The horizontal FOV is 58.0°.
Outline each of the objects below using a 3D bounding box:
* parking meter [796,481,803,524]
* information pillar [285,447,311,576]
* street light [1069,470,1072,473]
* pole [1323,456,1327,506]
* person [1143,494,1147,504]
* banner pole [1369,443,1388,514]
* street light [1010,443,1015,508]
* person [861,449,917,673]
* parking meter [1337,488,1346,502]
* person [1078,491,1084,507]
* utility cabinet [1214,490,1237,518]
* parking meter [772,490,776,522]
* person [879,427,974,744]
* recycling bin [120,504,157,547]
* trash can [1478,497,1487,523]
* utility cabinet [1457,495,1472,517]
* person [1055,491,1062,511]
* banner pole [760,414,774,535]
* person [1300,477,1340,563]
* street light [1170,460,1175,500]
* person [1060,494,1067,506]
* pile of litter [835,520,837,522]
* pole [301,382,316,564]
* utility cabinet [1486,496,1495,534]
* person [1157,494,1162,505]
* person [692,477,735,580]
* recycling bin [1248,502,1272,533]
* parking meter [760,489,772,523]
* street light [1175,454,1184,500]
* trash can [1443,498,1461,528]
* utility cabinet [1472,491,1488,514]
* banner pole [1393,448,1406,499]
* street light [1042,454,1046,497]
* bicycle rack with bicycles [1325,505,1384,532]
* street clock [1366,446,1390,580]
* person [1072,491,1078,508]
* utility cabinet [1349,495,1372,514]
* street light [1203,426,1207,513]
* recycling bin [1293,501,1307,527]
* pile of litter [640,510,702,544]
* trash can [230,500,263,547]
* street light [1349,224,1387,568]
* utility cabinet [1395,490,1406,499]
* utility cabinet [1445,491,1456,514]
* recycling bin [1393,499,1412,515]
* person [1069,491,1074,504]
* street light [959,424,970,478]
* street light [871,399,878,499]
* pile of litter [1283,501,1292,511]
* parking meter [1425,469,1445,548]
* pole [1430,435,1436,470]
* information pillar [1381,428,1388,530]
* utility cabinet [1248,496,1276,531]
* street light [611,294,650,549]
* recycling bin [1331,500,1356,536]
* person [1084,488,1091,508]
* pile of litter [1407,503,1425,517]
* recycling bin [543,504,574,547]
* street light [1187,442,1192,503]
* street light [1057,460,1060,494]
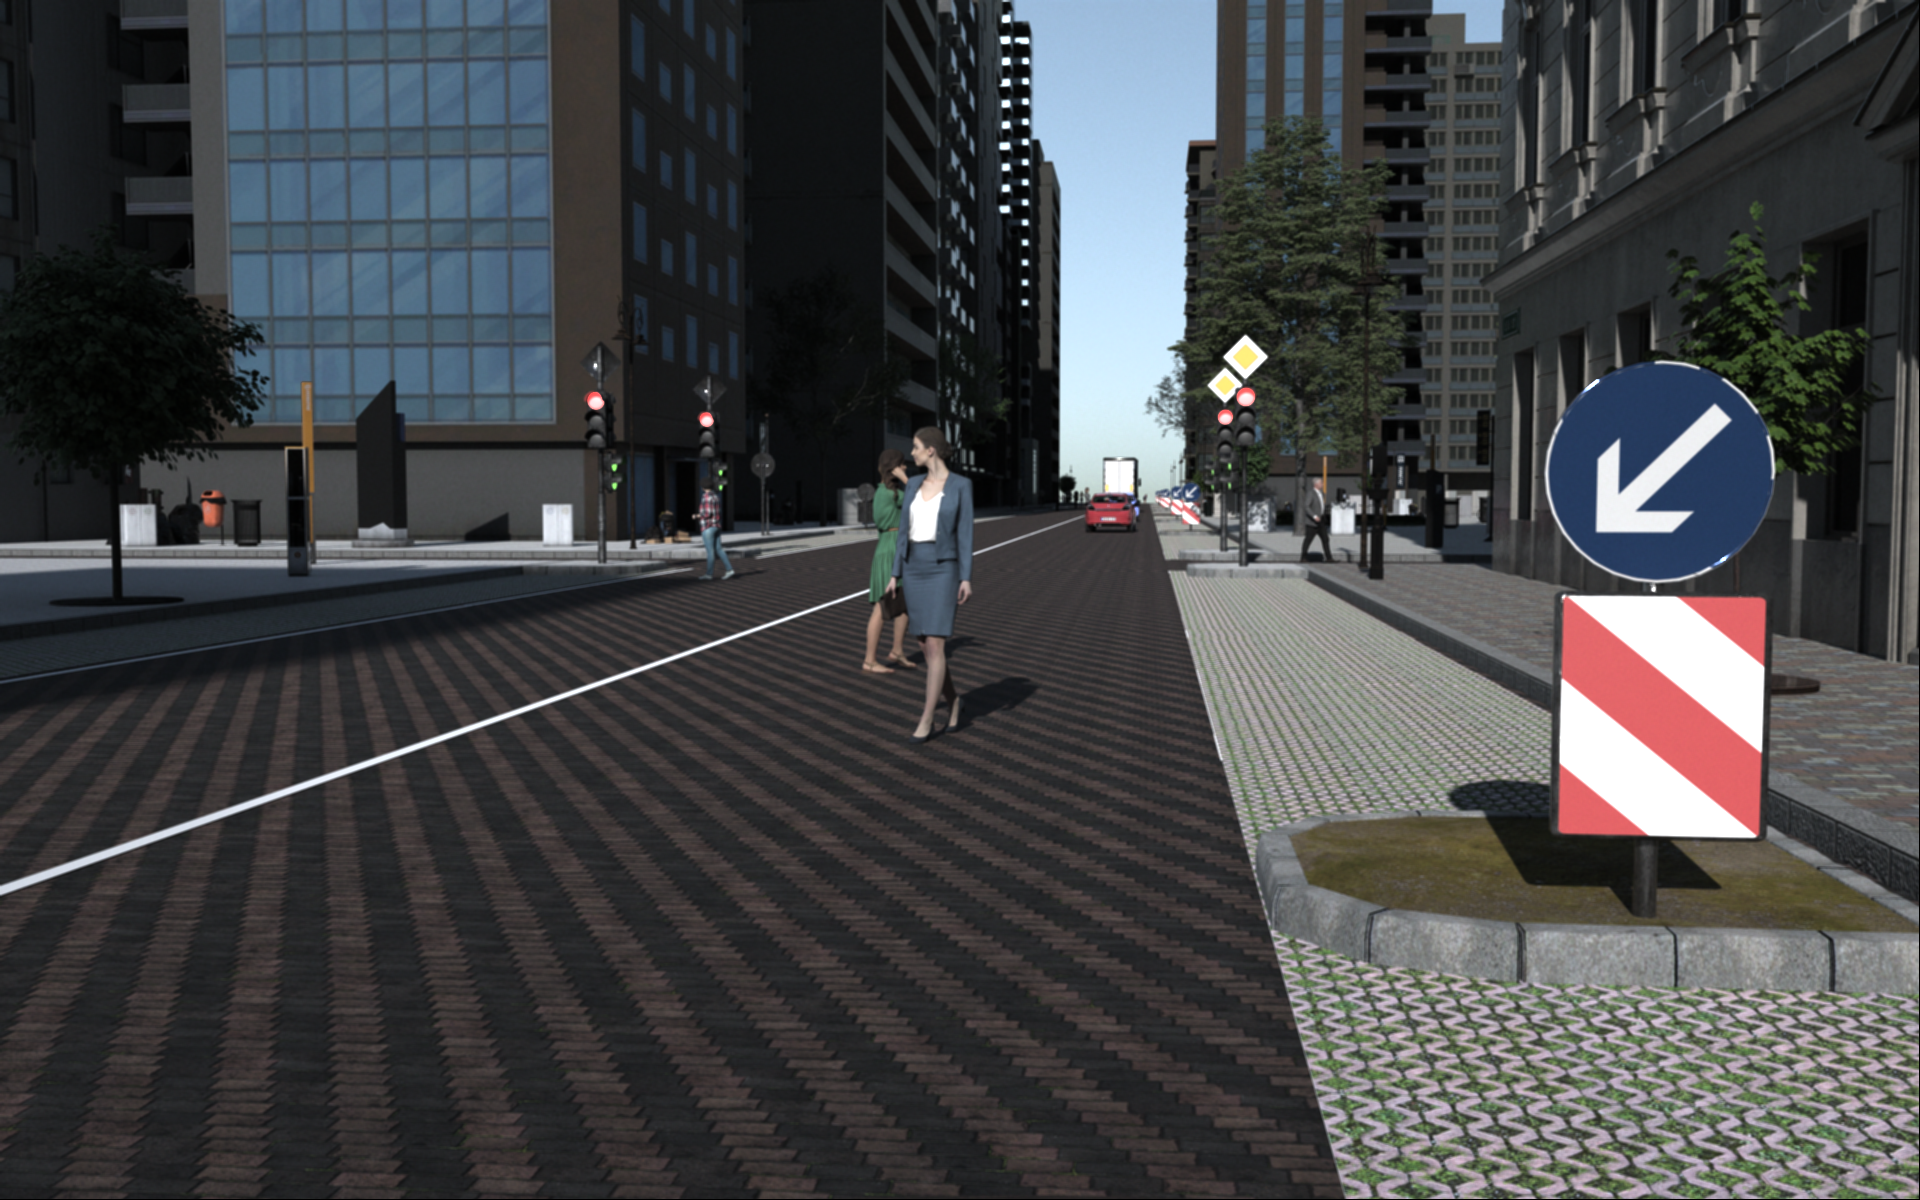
[{"bbox_3d":[-6.963,-4.245,75.116,0.255,1.863,0.399,0,4,0],"label":"parking meter"},{"bbox_3d":[-10.336,-1.380,27.050,0.304,2.012,0.304,-1,4,-11],"label":"information pillar"},{"bbox_3d":[17.494,-18.369,273.119,0.468,5.910,1.993,0,4,6],"label":"street light"},{"bbox_3d":[19.777,-6.118,93.874,0.158,3.312,0.155,0,3,0],"label":"pole"},{"bbox_3d":[25.630,-13.928,239.458,0.421,1.427,0.697,-1,4,-22],"label":"person"},{"bbox_3d":[18.142,-5.206,75.135,0.863,3.779,0.401,-1,4,-9],"label":"banner pole"},{"bbox_3d":[4.623,-11.086,154.038,0.468,5.910,1.993,0,4,6],"label":"street light"},{"bbox_3d":[-0.565,-0.319,13.957,0.529,1.795,0.600,-2,4,-26],"label":"person"},{"bbox_3d":[16.431,-4.052,74.656,0.372,1.533,0.369,0,3,0],"label":"parking meter"},{"bbox_3d":[13.286,-11.026,189.501,1.217,1.735,0.721,-1,4,-13],"label":"person"},{"bbox_3d":[14.191,-5.129,92.532,1.173,1.500,0.318,2,4,24],"label":"utility cabinet"},{"bbox_3d":[-8.390,-4.215,77.327,0.372,1.533,0.369,0,3,0],"label":"parking meter"},{"bbox_3d":[-0.119,-0.100,10.151,0.581,1.822,0.654,3,5,44],"label":"person"},{"bbox_3d":[-20.073,-1.821,42.319,0.722,1.027,0.722,-2,4,-34],"label":"recycling bin"},{"bbox_3d":[23.235,-3.961,76.409,0.748,1.137,0.748,0,3,0],"label":"trash can"},{"bbox_3d":[27.869,-5.172,95.726,1.020,1.237,0.306,-3,5,-39],"label":"utility cabinet"},{"bbox_3d":[8.389,-8.465,147.586,0.721,1.739,1.217,-2,4,-25],"label":"person"},{"bbox_3d":[-6.052,-3.894,53.689,0.401,3.779,0.863,1,4,15],"label":"banner pole"},{"bbox_3d":[7.343,-1.619,35.362,0.834,1.777,0.661,3,4,36],"label":"person"},{"bbox_3d":[28.997,-15.997,234.331,0.468,5.910,1.993,0,4,6],"label":"street light"},{"bbox_3d":[11.986,-11.503,199.798,0.991,1.433,0.599,-2,4,-32],"label":"person"},{"bbox_3d":[-4.973,-3.942,78.414,1.176,0.858,1.719,-2,4,-33],"label":"pile of litter"},{"bbox_3d":[-11.870,-2.307,31.557,0.158,3.312,0.155,0,3,0],"label":"pole"},{"bbox_3d":[17.633,-2.768,56.416,1.020,1.237,0.306,-2,4,-25],"label":"utility cabinet"},{"bbox_3d":[25.137,-12.700,216.698,0.990,1.755,0.434,2,4,34],"label":"person"},{"bbox_3d":[-4.144,-1.206,29.052,0.643,1.720,0.563,1,4,17],"label":"person"},{"bbox_3d":[9.937,-2.748,57.477,0.722,1.027,0.722,1,4,20],"label":"recycling bin"},{"bbox_3d":[-8.715,-4.191,76.938,0.372,1.533,0.369,0,3,0],"label":"parking meter"},{"bbox_3d":[25.136,-13.752,197.625,0.468,5.910,1.993,0,4,6],"label":"street light"},{"bbox_3d":[18.399,-3.260,64.960,0.748,1.137,0.748,0,3,0],"label":"trash can"},{"bbox_3d":[32.320,-6.058,107.726,1.173,1.500,0.318,-3,4,-38],"label":"utility cabinet"},{"bbox_3d":[23.627,-6.327,93.460,0.863,3.779,0.401,-1,4,-12],"label":"banner pole"},{"bbox_3d":[9.633,-13.878,199.690,0.468,5.910,1.993,0,4,6],"label":"street light"},{"bbox_3d":[12.872,-2.769,58.660,2.925,0.926,2.852,-3,5,-39],"label":"bicycle rack with bicycles"},{"bbox_3d":[6.271,-1.311,26.010,0.358,2.002,0.471,0,4,8],"label":"street clock"},{"bbox_3d":[11.507,-10.045,173.251,0.721,1.766,1.217,-2,4,-26],"label":"person"},{"bbox_3d":[18.229,-4.138,78.813,1.020,1.237,0.306,1,4,13],"label":"utility cabinet"},{"bbox_3d":[16.303,-8.726,115.457,0.468,5.910,1.993,0,4,6],"label":"street light"},{"bbox_3d":[13.357,-3.353,67.377,0.722,1.027,0.722,1,4,13],"label":"recycling bin"},{"bbox_3d":[-7.549,-1.920,45.360,1.719,0.858,1.176,-1,4,-17],"label":"pile of litter"},{"bbox_3d":[-17.502,-1.888,42.519,0.748,1.137,0.748,0,3,0],"label":"trash can"},{"bbox_3d":[7.027,-3.498,29.986,0.468,5.910,1.993,0,4,6],"label":"street light"},{"bbox_3d":[25.071,-5.507,98.716,0.318,1.500,1.173,2,4,29],"label":"utility cabinet"},{"bbox_3d":[31.058,-6.178,109.693,0.318,1.500,1.173,3,4,36],"label":"utility cabinet"},{"bbox_3d":[22.576,-4.638,88.383,0.722,1.027,0.722,-1,4,-16],"label":"recycling bin"},{"bbox_3d":[14.369,-13.306,226.051,1.348,1.824,0.705,1,4,12],"label":"person"},{"bbox_3d":[0.175,-8.606,113.490,0.468,5.910,1.993,0,4,6],"label":"street light"},{"bbox_3d":[-3.819,-6.366,76.877,0.468,5.910,1.993,0,4,6],"label":"street light"},{"bbox_3d":[19.778,-5.441,102.926,1.176,0.858,1.719,3,5,43],"label":"pile of litter"},{"bbox_3d":[11.313,-2.174,41.249,0.399,1.863,0.255,-2,4,-31],"label":"parking meter"},{"bbox_3d":[16.223,-4.012,59.439,0.158,3.312,0.155,0,3,0],"label":"pole"},{"bbox_3d":[15.178,-4.317,61.934,0.183,3.616,0.504,0,4,3],"label":"information pillar"},{"bbox_3d":[10.597,-3.040,60.864,1.020,1.237,0.306,3,5,40],"label":"utility cabinet"},{"bbox_3d":[-7.625,-4.126,40.244,0.468,5.910,1.993,0,4,6],"label":"street light"},{"bbox_3d":[11.916,-2.525,53.837,0.722,1.027,0.722,1,4,16],"label":"recycling bin"},{"bbox_3d":[7.059,-5.251,94.622,0.573,1.790,0.520,-1,4,-21],"label":"person"},{"bbox_3d":[21.259,-4.135,81.570,1.719,0.858,1.176,1,4,18],"label":"pile of litter"},{"bbox_3d":[-9.884,-1.839,42.629,0.722,1.027,0.722,-1,4,-11],"label":"recycling bin"},{"bbox_3d":[20.150,-10.966,152.086,0.468,5.910,1.993,0,4,6],"label":"street light"},{"bbox_3d":[13.417,-16.119,236.326,0.468,5.910,1.993,0,4,6],"label":"street light"}]
